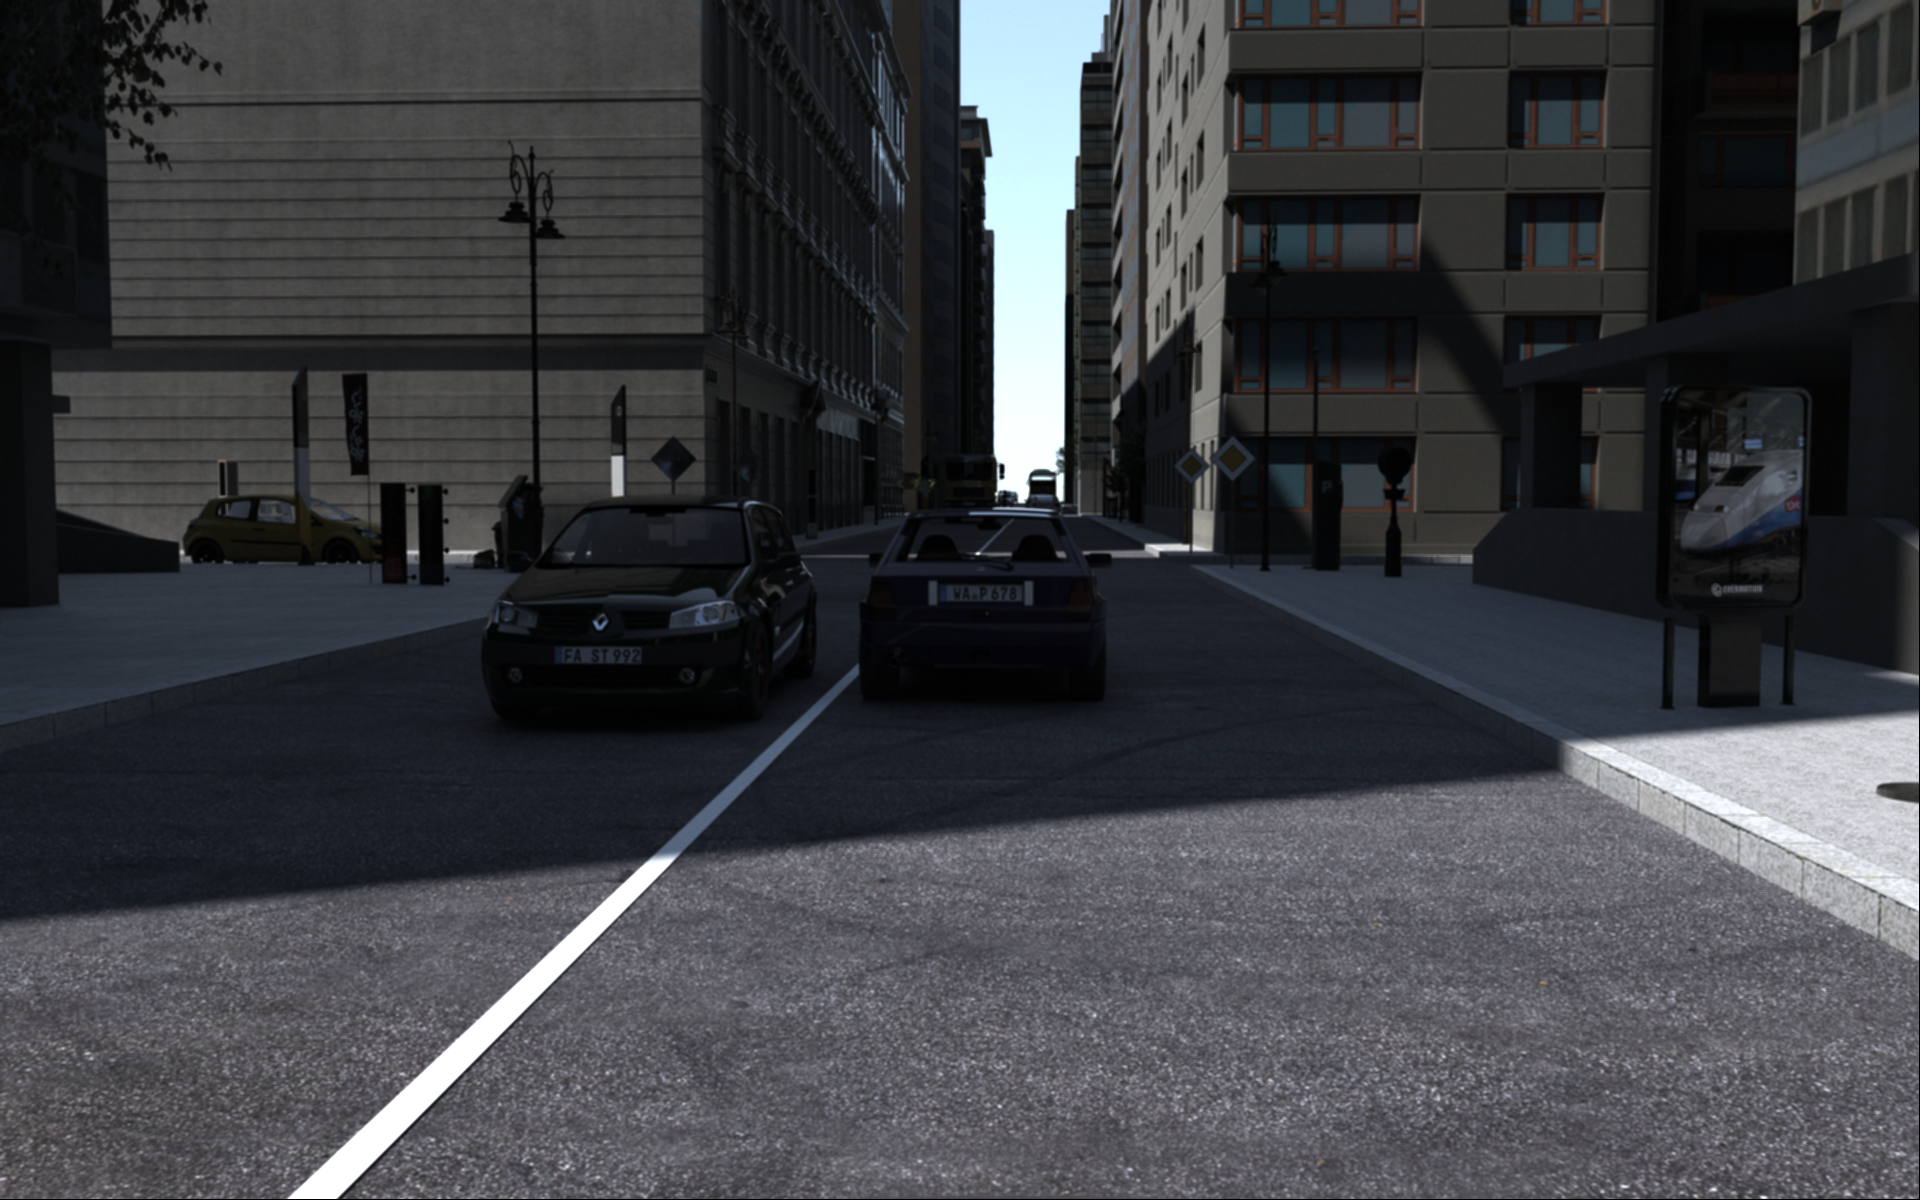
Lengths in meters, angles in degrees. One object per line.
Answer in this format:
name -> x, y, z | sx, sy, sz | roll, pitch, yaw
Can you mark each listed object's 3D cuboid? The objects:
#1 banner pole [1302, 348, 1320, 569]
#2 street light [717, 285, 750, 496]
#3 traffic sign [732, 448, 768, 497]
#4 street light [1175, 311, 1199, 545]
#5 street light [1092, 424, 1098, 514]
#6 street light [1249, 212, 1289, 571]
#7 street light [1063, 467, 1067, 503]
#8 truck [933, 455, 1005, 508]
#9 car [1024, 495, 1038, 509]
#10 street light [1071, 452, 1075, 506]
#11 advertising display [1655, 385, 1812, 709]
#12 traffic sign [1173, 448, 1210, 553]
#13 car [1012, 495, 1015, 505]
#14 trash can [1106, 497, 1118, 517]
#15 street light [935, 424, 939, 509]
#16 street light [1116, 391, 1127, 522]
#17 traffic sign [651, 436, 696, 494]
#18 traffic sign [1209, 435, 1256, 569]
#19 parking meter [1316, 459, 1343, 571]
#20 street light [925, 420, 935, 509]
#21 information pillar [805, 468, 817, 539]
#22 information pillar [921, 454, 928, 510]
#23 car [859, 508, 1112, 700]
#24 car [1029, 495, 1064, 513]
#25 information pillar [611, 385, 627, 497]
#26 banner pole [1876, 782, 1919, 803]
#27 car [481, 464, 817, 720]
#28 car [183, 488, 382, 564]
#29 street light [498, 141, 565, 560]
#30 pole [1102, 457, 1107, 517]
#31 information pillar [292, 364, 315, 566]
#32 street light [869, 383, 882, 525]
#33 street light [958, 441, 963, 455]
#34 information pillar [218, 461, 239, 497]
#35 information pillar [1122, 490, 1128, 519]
banner pole -> 6.132, -2.442, 29.948 | 0.401, 3.779, 0.863 | 1, 4, 9
street light -> -5.014, -4.018, 38.478 | 0.468, 5.910, 1.993 | 0, 4, 3
traffic sign -> -4.612, -2.106, 38.077 | 0.795, 2.450, 0.064 | 0, 4, 3
street light -> 5.731, -4.346, 43.842 | 0.468, 5.910, 1.993 | 0, 4, 3
street light -> 9.229, -9.019, 120.247 | 0.468, 5.910, 1.993 | 0, 4, 3
street light -> 5.093, -3.422, 28.737 | 0.468, 5.910, 1.993 | 0, 4, 3
street light -> 16.170, -18.289, 271.815 | 0.468, 5.910, 1.993 | 0, 4, 3
truck -> 0.548, -5.592, 87.358 | 3.469, 3.379, 9.791 | 0, 4, 2
car -> 6.041, -7.555, 135.892 | 2.083, 1.381, 4.827 | 0, 4, 1
street light -> 13.152, -14.161, 204.317 | 0.468, 5.910, 1.993 | 0, 4, 3
advertising display -> 4.645, -0.318, 10.411 | 0.974, 1.923, 0.123 | -1, 4, -15
traffic sign -> 5.021, -2.078, 37.618 | 0.795, 2.450, 0.064 | 0, 4, 3
car -> 6.339, -13.360, 230.445 | 2.014, 1.417, 4.499 | 0, 4, 1
trash can -> 8.368, -5.103, 95.090 | 0.748, 1.137, 0.748 | 0, 3, 0
street light -> -1.565, -8.699, 115.018 | 0.468, 5.910, 1.993 | 0, 4, 3
street light -> 7.257, -6.438, 78.055 | 0.468, 5.910, 1.993 | 0, 4, 3
traffic sign -> -4.976, -1.618, 30.100 | 0.795, 2.450, 0.064 | 0, 4, 3
traffic sign -> 4.657, -1.590, 29.642 | 0.795, 2.450, 0.064 | 0, 4, 3
parking meter -> 6.195, -1.427, 29.041 | 0.399, 1.863, 0.255 | 2, 4, 29
street light -> -1.965, -8.181, 106.552 | 0.468, 5.910, 1.993 | 0, 4, 3
information pillar -> -4.246, -2.752, 49.481 | 0.304, 2.012, 0.304 | -1, 4, -13
information pillar -> -2.037, -6.670, 100.404 | 0.504, 3.616, 0.183 | -3, 5, -39
car -> 0.219, -0.050, 13.404 | 1.945, 1.354, 3.894 | 0, 4, 2
car -> 5.098, -5.499, 102.268 | 2.083, 1.381, 4.827 | 0, 4, 5
information pillar -> -7.350, -2.815, 37.380 | 0.183, 3.616, 0.504 | -3, 5, -44
banner pole -> 4.231, -1.040, 7.027 | 0.401, 3.779, 0.863 | -2, 4, -32
car -> -2.055, -0.151, 12.260 | 2.009, 1.686, 4.222 | 0, 4, 2
car -> -12.644, -1.395, 33.029 | 3.980, 1.641, 2.015 | 0, 4, 4
street light -> -5.684, -3.081, 23.159 | 0.468, 5.910, 1.993 | 0, 4, 3
pole -> 8.046, -6.272, 96.386 | 0.158, 3.312, 0.155 | 0, 3, 0
information pillar -> -11.794, -2.428, 31.045 | 0.183, 3.616, 0.504 | 0, 4, 3
street light -> -3.505, -6.082, 72.223 | 0.468, 5.910, 1.993 | 0, 4, 3
street light -> 0.104, -10.763, 148.756 | 0.468, 5.910, 1.993 | 0, 4, 3
information pillar -> -16.076, -2.056, 38.108 | 0.304, 2.012, 0.304 | 2, 4, 35
information pillar -> 8.656, -5.259, 90.471 | 0.304, 2.012, 0.304 | -3, 4, -38
